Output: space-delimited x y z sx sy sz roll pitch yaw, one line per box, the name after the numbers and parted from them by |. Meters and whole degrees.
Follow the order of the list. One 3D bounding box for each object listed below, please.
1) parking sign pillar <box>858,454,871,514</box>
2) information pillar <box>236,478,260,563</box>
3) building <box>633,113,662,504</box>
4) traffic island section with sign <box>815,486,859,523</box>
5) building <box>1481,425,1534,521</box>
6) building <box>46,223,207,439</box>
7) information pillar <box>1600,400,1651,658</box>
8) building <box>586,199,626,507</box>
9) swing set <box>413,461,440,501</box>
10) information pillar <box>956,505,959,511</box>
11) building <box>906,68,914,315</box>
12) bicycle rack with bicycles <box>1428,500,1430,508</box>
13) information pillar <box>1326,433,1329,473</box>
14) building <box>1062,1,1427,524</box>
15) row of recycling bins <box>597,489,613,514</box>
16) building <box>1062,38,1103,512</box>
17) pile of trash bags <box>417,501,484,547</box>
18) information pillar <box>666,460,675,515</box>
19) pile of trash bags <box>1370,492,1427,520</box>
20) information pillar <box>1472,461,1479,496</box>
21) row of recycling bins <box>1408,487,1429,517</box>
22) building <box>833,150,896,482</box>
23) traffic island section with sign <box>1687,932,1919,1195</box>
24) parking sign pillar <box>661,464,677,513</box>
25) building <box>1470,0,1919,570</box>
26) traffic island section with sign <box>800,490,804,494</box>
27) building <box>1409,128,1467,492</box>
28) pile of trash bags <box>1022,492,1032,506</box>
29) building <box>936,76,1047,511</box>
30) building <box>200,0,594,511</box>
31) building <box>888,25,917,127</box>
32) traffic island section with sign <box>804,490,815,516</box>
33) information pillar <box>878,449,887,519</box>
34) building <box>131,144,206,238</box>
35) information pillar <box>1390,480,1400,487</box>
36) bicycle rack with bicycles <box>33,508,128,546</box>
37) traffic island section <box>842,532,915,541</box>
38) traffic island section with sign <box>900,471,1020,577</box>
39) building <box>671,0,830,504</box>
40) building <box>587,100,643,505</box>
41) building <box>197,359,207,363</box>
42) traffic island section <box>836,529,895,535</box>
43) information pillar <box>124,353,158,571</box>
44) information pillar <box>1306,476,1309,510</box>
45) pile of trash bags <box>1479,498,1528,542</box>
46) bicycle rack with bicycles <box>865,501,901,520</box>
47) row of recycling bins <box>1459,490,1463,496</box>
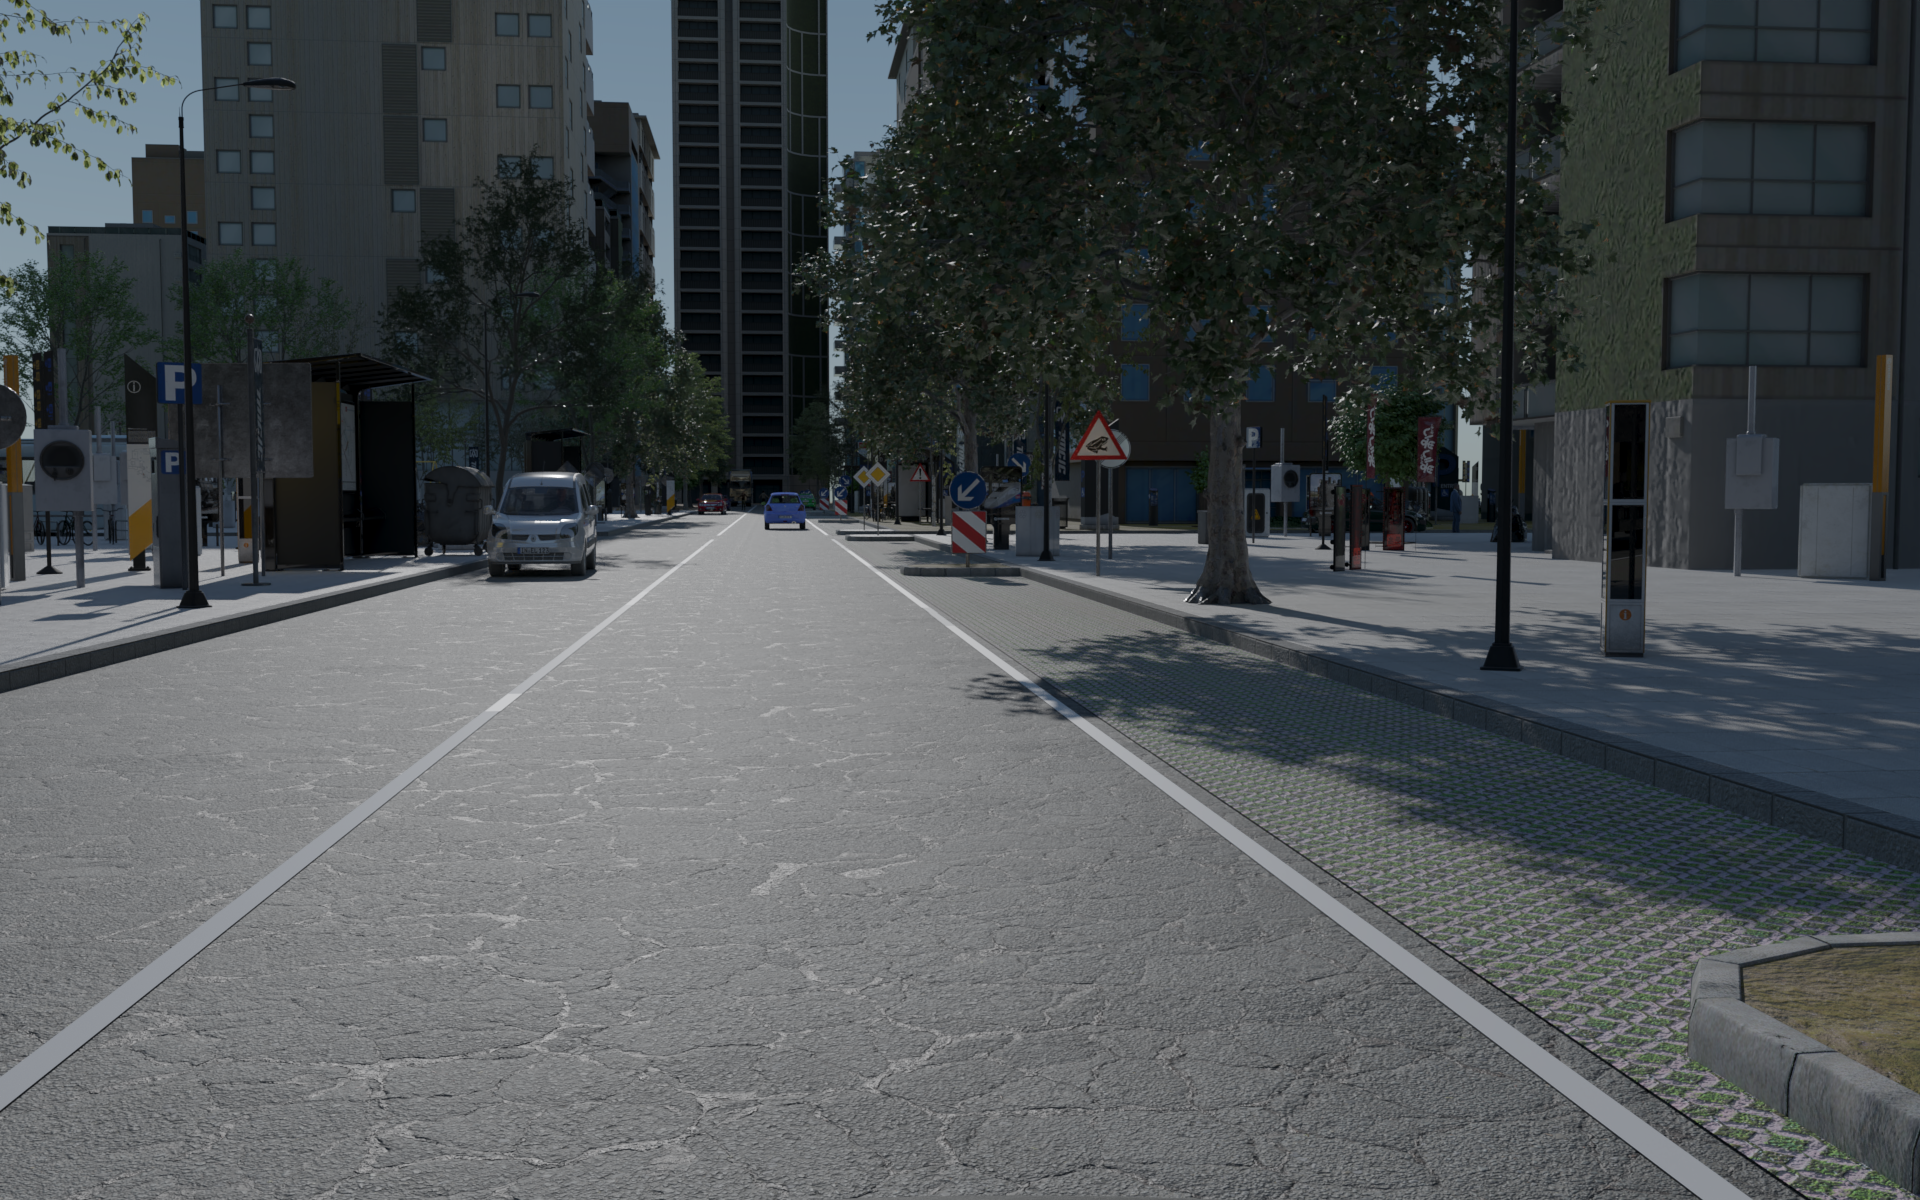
-6.013 -7.723 114.741 1.447 3.967 1.447 0 4 3 | parking sign pillar
-13.221 -1.691 32.144 0.304 2.012 0.304 0 4 -6 | information pillar
-53.359 -39.612 236.898 27.495 52.752 28.713 0 4 -6 | building
-6.043 -4.725 85.876 1.989 1.847 2.006 0 4 -6 | traffic island section with sign
37.475 -28.132 83.661 21.600 48.544 21.300 0 4 -6 | building
-89.118 -25.508 188.757 14.107 30.474 14.160 0 4 -6 | building
5.252 -0.562 13.682 0.304 2.012 0.304 1 4 13 | information pillar
-40.247 -24.221 167.722 14.160 30.474 14.107 0 4 -6 | building
-26.236 -5.191 82.489 3.119 2.851 2.862 0 4 5 | swing set
-0.257 -6.506 110.868 0.304 2.012 0.304 -2 4 -23 | information pillar
2.202 -31.807 170.150 14.600 45.320 14.200 0 4 -6 | building
31.122 -6.275 115.971 2.925 0.926 2.852 -1 4 -19 | bicycle rack with bicycles
13.140 -4.332 62.190 0.183 3.616 0.504 0 4 3 | information pillar
11.937 -26.234 79.032 14.200 45.320 14.600 0 4 -6 | building
-23.906 -6.568 114.496 1.069 1.692 3.534 0 4 8 | row of recycling bins
3.996 -30.933 155.862 14.600 45.320 14.200 0 4 -6 | building
-12.957 -2.079 43.749 1.912 1.369 3.447 0 4 -5 | pile of trash bags
-17.729 -7.013 106.015 0.504 3.616 0.183 0 4 5 | information pillar
16.964 -3.597 68.568 3.447 1.369 1.912 -3 5 -41 | pile of trash bags
36.385 -8.010 122.314 0.504 3.616 0.183 -1 4 -13 | information pillar
25.373 -5.457 96.330 1.069 1.692 3.534 2 4 27 | row of recycling bins
-2.328 -37.978 240.553 30.456 49.044 23.786 0 4 -6 | building
2.877 0.282 4.019 1.989 1.847 2.006 0 4 -6 | traffic island section with sign
-20.238 -7.990 119.104 1.447 3.967 1.447 0 4 -4 | parking sign pillar
18.540 -21.527 35.558 14.154 41.232 14.086 0 4 -6 | building
-14.416 -9.425 162.729 1.989 1.847 2.006 0 4 -6 | traffic island section with sign
43.123 -33.271 198.604 28.867 44.769 22.147 0 4 -6 | building
2.180 -3.969 74.645 1.912 1.369 3.447 -2 4 -25 | pile of trash bags
10.975 -49.110 115.619 22.319 86.520 31.000 0 4 -6 | building
-45.314 -34.014 145.367 28.713 52.752 27.495 0 4 -6 | building
7.308 -36.841 191.587 28.713 52.752 27.495 0 4 -6 | building
-8.987 -6.379 112.920 1.989 1.847 2.006 0 4 -6 | traffic island section with sign
-4.002 -5.976 89.064 0.504 3.616 0.183 -1 4 -11 | information pillar
-97.197 -35.173 225.187 14.200 45.320 14.600 0 4 -6 | building
13.934 -3.912 55.323 0.183 3.616 0.504 -2 4 -24 | information pillar
-22.216 -1.866 43.889 2.852 0.926 2.925 -3 4 -39 | bicycle rack with bicycles
-2.510 -1.908 53.484 2.009 0.180 2.903 0 4 -6 | traffic island section
-0.043 -1.357 30.816 1.989 1.847 2.006 0 4 -6 | traffic island section with sign
-28.194 -48.794 236.028 20.611 71.187 20.563 0 4 -6 | building
-43.444 -33.252 193.786 14.200 45.320 14.600 0 4 -6 | building
-65.460 -53.411 185.939 31.000 86.520 22.319 0 4 -6 | building
-3.375 -2.394 61.422 2.009 0.180 2.903 0 4 -6 | traffic island section
-13.636 -2.294 28.868 0.504 3.616 0.183 -1 4 -20 | information pillar
13.948 -3.930 68.741 0.304 2.012 0.304 -3 4 -36 | information pillar
15.761 -2.209 45.871 3.447 1.369 1.912 3 5 39 | pile of trash bags
-3.245 -4.382 85.033 2.852 0.926 2.925 -1 4 -19 | bicycle rack with bicycles
38.134 -7.834 135.200 1.069 1.692 3.534 -1 4 -12 | row of recycling bins
